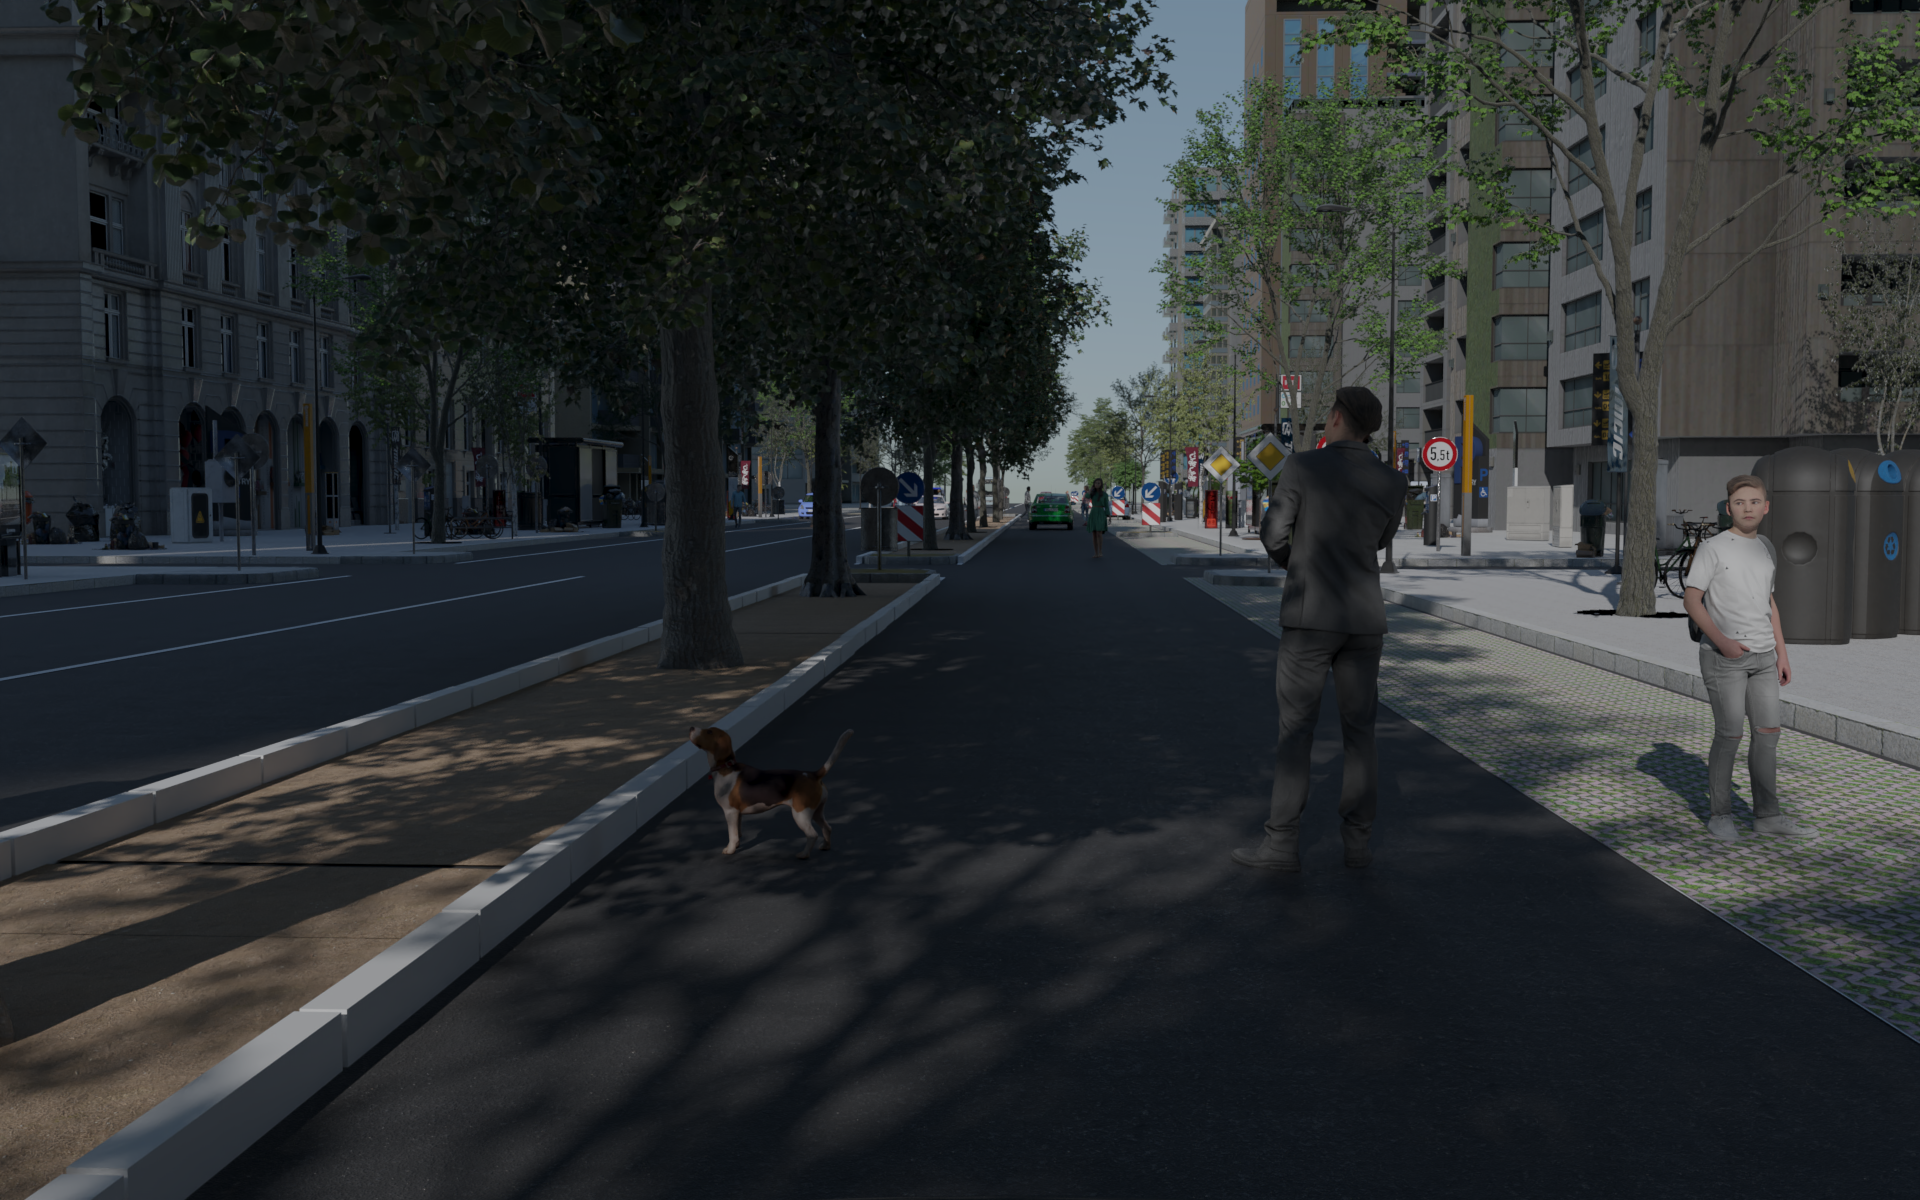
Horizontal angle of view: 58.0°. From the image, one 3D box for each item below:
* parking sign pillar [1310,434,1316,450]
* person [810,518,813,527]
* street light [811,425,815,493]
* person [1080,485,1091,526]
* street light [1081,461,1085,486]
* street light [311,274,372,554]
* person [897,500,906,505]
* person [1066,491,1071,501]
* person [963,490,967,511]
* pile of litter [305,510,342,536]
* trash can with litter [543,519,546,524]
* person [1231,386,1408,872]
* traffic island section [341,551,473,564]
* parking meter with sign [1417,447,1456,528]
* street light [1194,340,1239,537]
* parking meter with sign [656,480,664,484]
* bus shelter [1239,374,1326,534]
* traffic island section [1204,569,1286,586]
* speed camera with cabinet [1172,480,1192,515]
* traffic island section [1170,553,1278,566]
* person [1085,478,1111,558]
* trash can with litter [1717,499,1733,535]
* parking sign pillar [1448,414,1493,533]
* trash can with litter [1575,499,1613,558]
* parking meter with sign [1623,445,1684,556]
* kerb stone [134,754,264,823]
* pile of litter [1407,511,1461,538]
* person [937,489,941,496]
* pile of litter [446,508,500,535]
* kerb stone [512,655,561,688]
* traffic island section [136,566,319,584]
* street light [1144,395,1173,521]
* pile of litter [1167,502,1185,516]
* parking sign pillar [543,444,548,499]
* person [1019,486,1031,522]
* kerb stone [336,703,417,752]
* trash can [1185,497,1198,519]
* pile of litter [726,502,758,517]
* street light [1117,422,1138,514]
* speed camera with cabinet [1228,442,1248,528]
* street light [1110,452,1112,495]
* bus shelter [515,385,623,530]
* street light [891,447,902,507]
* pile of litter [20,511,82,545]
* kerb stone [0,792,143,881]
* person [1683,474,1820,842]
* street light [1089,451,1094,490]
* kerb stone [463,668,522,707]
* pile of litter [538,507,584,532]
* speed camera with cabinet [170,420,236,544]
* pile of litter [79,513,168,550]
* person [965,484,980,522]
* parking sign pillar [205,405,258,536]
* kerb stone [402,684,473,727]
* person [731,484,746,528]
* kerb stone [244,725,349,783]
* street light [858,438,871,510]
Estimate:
[{"bbox_3d":[15.349,-5.465,77.832,1.447,3.967,1.447,1,4,21],"label":"parking sign pillar"},{"bbox_3d":[-6.027,-4.004,74.357,0.834,1.777,0.661,0,4,8],"label":"person"},{"bbox_3d":[-9.190,-8.615,113.388,1.470,5.913,1.316,0,4,3],"label":"street light"},{"bbox_3d":[5.638,-4.246,77.935,0.555,1.821,0.388,3,5,42],"label":"person"},{"bbox_3d":[17.481,-16.417,240.960,1.470,5.913,1.316,0,4,3],"label":"street light"},{"bbox_3d":[-13.136,-3.930,36.793,1.470,5.913,1.316,0,4,3],"label":"street light"},{"bbox_3d":[-2.966,-4.859,88.212,0.793,1.790,0.793,1,4,23],"label":"person"},{"bbox_3d":[10.363,-9.604,166.083,0.434,1.755,0.990,3,4,37],"label":"person"},{"bbox_3d":[0.569,-8.433,146.406,0.705,1.821,1.348,1,4,17],"label":"person"},{"bbox_3d":[-19.966,-2.464,54.259,1.176,0.858,1.719,0,4,-1],"label":"pile of litter"},{"bbox_3d":[-18.273,-3.935,75.400,1.678,1.210,2.233,-1,4,-9],"label":"trash can with litter"},{"bbox_3d":[1.389,0.096,6.730,0.655,1.846,0.447,-1,4,-14],"label":"person"},{"bbox_3d":[-11.673,-0.898,36.961,2.009,0.180,2.903,0,4,3],"label":"traffic island section"},{"bbox_3d":[18.045,-4.201,64.949,1.738,3.016,0.543,0,4,5],"label":"parking meter with sign"},{"bbox_3d":[7.731,-4.873,52.219,1.470,5.913,1.316,0,4,3],"label":"street light"},{"bbox_3d":[-16.058,-5.955,93.626,1.738,3.016,0.543,3,4,36],"label":"parking meter with sign"},{"bbox_3d":[10.224,-4.768,55.594,2.179,5.291,8.768,0,4,3],"label":"bus shelter"},{"bbox_3d":[5.035,-0.356,28.104,2.009,0.180,2.903,0,4,3],"label":"traffic island section"},{"bbox_3d":[13.603,-6.773,105.069,0.660,3.252,2.038,-3,4,-38],"label":"speed camera with cabinet"},{"bbox_3d":[5.445,-0.844,36.078,2.009,0.180,2.903,0,4,3],"label":"traffic island section"},{"bbox_3d":[3.103,-1.838,38.799,0.600,1.795,0.529,1,4,9],"label":"person"},{"bbox_3d":[15.846,-1.472,35.449,0.624,1.170,1.055,1,4,16],"label":"trash can with litter"},{"bbox_3d":[17.077,-4.243,57.839,1.447,3.967,1.447,-1,4,-22],"label":"parking sign pillar"},{"bbox_3d":[12.853,-1.454,35.156,0.624,1.170,1.055,2,4,29],"label":"trash can with litter"},{"bbox_3d":[14.304,-2.422,35.854,1.738,3.016,0.543,-2,4,-33],"label":"parking meter with sign"},{"bbox_3d":[-3.504,0.870,7.977,0.120,0.150,1.000,0,4,3],"label":"kerb stone"},{"bbox_3d":[14.100,-2.288,51.366,1.176,0.858,1.719,-2,4,-26],"label":"pile of litter"},{"bbox_3d":[-1.711,-8.113,141.225,0.705,1.814,1.350,0,4,-7],"label":"person"},{"bbox_3d":[-15.440,-2.486,54.617,1.719,0.858,1.176,0,4,-4],"label":"pile of litter"},{"bbox_3d":[-3.240,0.556,13.104,0.120,0.150,1.000,0,4,3],"label":"kerb stone"},{"bbox_3d":[-12.084,-0.410,28.987,2.009,0.180,2.903,0,4,3],"label":"traffic island section"},{"bbox_3d":[9.317,-6.649,81.256,1.470,5.913,1.316,0,4,3],"label":"street light"},{"bbox_3d":[12.604,-5.444,102.974,1.176,0.858,1.719,-2,4,-32],"label":"pile of litter"},{"bbox_3d":[-21.204,-6.259,90.813,1.447,3.967,1.447,3,4,38],"label":"parking sign pillar"},{"bbox_3d":[3.428,-5.003,90.150,0.795,1.843,0.661,0,4,7],"label":"person"},{"bbox_3d":[-3.404,0.747,10.039,0.120,0.150,1.000,0,4,3],"label":"kerb stone"},{"bbox_3d":[12.076,-4.815,90.376,0.748,1.137,0.748,0,3,0],"label":"trash can"},{"bbox_3d":[-12.216,-5.123,97.732,1.719,0.858,1.176,0,4,-1],"label":"pile of litter"},{"bbox_3d":[10.713,-8.465,110.940,1.470,5.913,1.316,0,4,3],"label":"street light"},{"bbox_3d":[10.942,-4.388,66.077,0.660,3.252,2.038,3,4,38],"label":"speed camera with cabinet"},{"bbox_3d":[11.645,-9.490,127.697,1.470,5.913,1.316,0,4,3],"label":"street light"},{"bbox_3d":[-14.820,-5.358,65.238,2.179,5.291,8.768,0,4,3],"label":"bus shelter"},{"bbox_3d":[-6.214,-12.218,172.304,1.470,5.913,1.316,0,4,3],"label":"street light"},{"bbox_3d":[-23.443,-1.855,44.291,1.719,0.858,1.176,0,4,3],"label":"pile of litter"},{"bbox_3d":[-3.557,0.932,6.956,0.120,0.150,1.000,0,4,3],"label":"kerb stone"},{"bbox_3d":[3.262,0.239,7.181,0.523,1.515,0.503,3,5,39],"label":"person"},{"bbox_3d":[14.617,-13.098,186.691,1.470,5.913,1.316,0,4,3],"label":"street light"},{"bbox_3d":[-3.287,0.620,12.081,0.120,0.150,1.000,0,4,3],"label":"kerb stone"},{"bbox_3d":[-13.325,-2.703,58.164,1.719,0.858,1.176,1,4,15],"label":"pile of litter"},{"bbox_3d":[-19.967,-3.147,45.790,0.660,3.252,2.038,1,4,15],"label":"speed camera with cabinet"},{"bbox_3d":[-19.213,-1.597,40.073,1.719,0.858,1.176,2,4,24],"label":"pile of litter"},{"bbox_3d":[0.513,-3.892,71.980,0.661,1.843,0.795,-1,4,-8],"label":"person"},{"bbox_3d":[-22.376,-3.955,53.137,1.447,3.967,1.447,3,5,44],"label":"parking sign pillar"},{"bbox_3d":[-3.350,0.681,11.061,0.120,0.150,1.000,0,4,3],"label":"kerb stone"},{"bbox_3d":[-9.319,-3.953,72.993,0.638,1.841,0.748,0,4,2],"label":"person"},{"bbox_3d":[-3.454,0.807,9.006,0.120,0.150,1.000,0,4,3],"label":"kerb stone"},{"bbox_3d":[-7.690,-10.419,142.893,1.470,5.913,1.316,0,4,3],"label":"street light"}]
